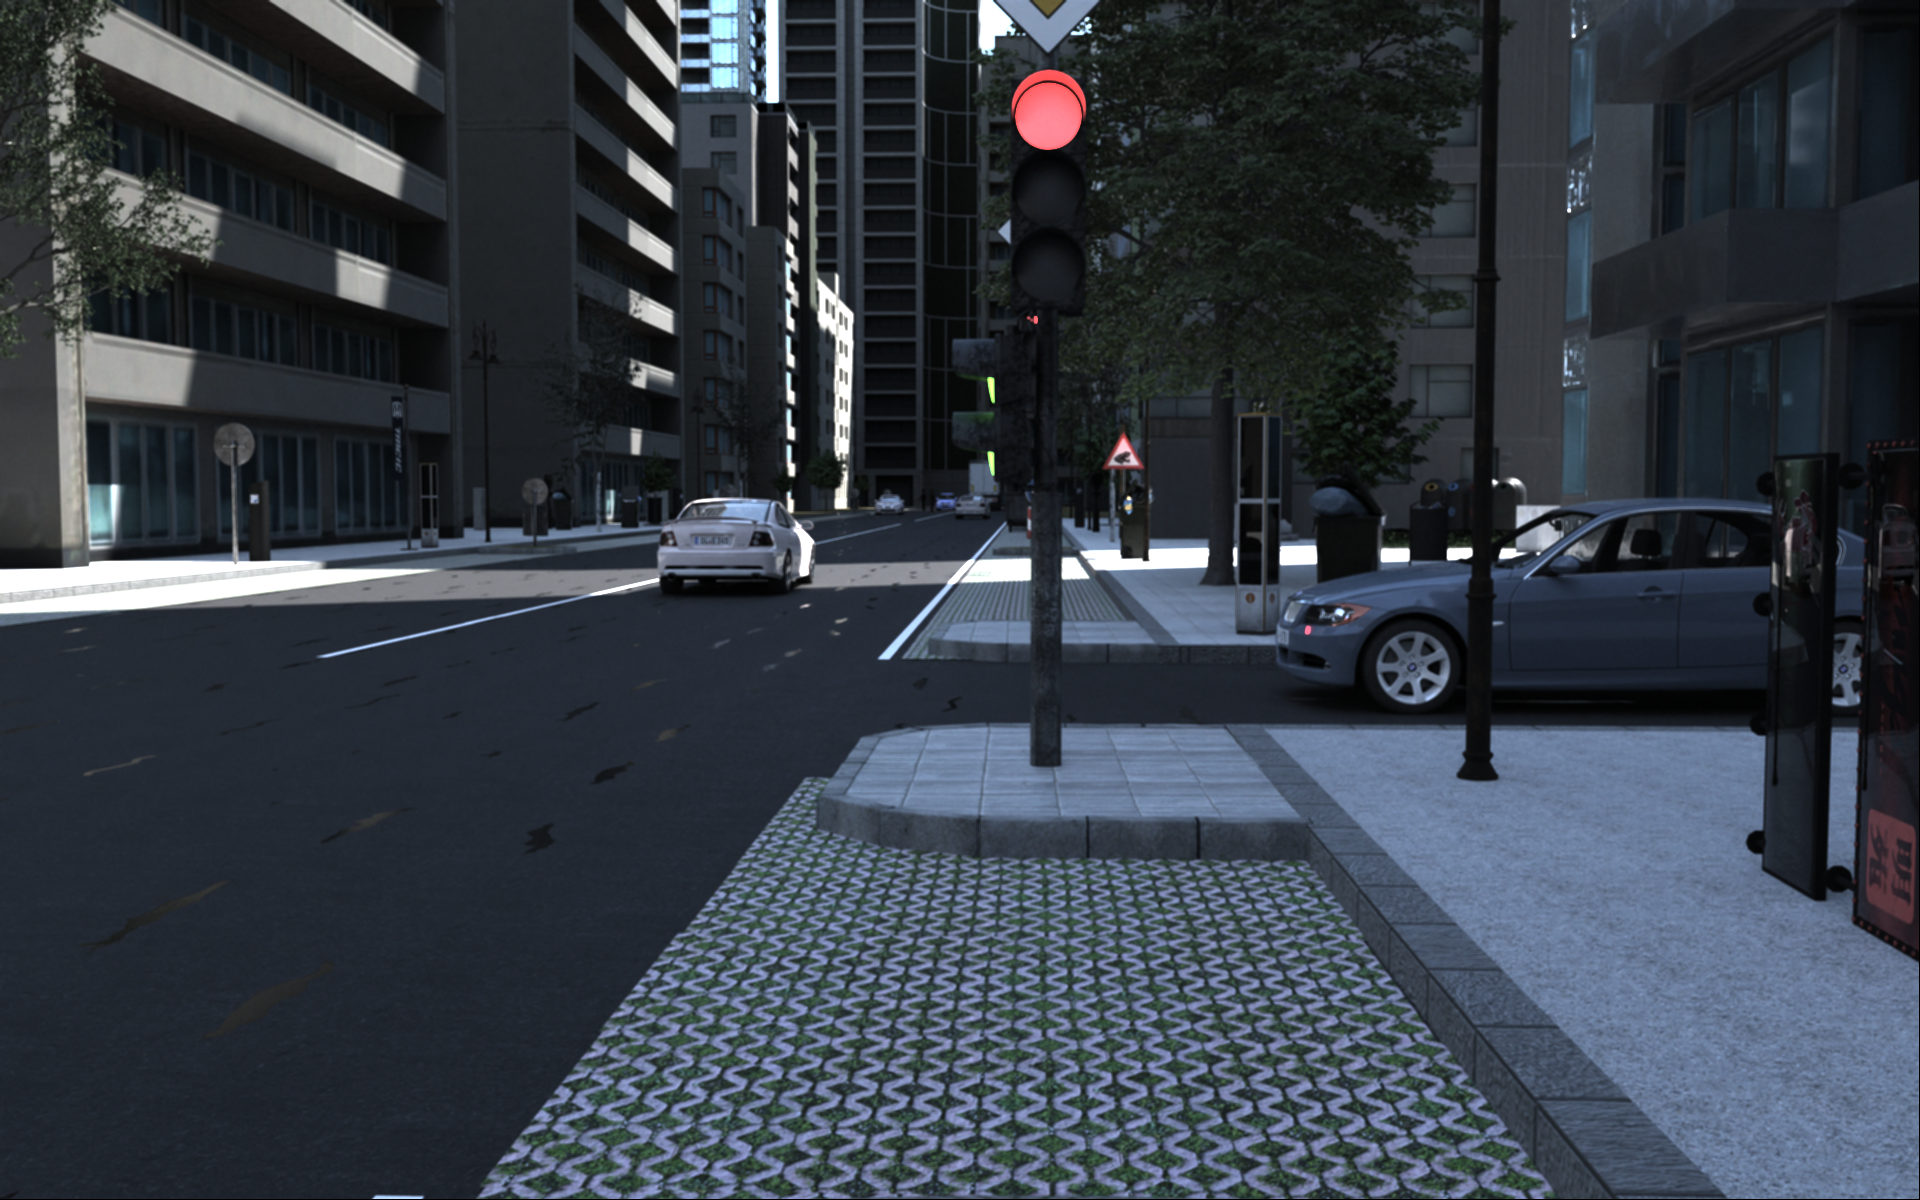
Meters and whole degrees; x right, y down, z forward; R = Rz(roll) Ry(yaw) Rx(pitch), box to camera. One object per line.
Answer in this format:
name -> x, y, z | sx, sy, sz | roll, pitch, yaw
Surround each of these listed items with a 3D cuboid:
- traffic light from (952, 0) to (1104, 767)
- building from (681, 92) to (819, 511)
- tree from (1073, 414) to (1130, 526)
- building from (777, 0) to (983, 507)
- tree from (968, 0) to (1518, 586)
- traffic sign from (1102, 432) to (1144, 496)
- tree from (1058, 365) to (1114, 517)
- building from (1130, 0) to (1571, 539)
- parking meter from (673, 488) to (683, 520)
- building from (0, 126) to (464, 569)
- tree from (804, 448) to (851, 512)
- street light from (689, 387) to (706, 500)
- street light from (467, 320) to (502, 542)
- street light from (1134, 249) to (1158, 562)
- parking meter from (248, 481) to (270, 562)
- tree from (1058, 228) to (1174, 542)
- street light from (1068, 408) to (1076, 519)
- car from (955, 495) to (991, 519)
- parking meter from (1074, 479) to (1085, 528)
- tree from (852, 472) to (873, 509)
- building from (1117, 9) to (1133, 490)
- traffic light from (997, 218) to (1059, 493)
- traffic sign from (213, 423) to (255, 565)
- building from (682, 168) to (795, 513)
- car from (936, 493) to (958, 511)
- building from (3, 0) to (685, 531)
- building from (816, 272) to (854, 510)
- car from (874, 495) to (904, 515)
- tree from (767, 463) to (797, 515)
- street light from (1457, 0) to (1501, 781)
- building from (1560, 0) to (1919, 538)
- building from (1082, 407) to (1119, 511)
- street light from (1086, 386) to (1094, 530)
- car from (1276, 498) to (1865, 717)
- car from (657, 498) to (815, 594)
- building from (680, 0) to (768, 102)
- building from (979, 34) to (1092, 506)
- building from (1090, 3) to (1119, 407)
traffic light -> 0.388, -1.173, 8.094 | 0.839, 4.253, 0.868 | 0, 4, 2
building -> -18.363, -21.810, 128.292 | 14.160, 30.474, 14.107 | 0, 4, 2
tree -> 6.122, -5.341, 71.031 | 4.285, 4.588, 4.351 | 0, 3, 0
building -> -8.113, -45.744, 186.169 | 20.611, 71.187, 20.563 | 0, 4, 2
tree -> 3.767, -6.508, 24.539 | 7.486, 12.596, 7.792 | 0, 3, 0
traffic sign -> 3.455, -2.242, 36.657 | 0.884, 2.594, 0.081 | 0, 4, 7
tree -> 6.569, -8.982, 97.216 | 4.737, 8.622, 4.395 | 0, 3, 0
building -> 12.437, -22.701, 54.748 | 14.154, 41.232, 14.086 | 0, 4, 2
parking meter -> -11.217, -3.696, 68.839 | 0.372, 1.533, 0.369 | 0, 3, 0
building -> -25.566, -25.405, 39.078 | 21.300, 48.544, 21.600 | 0, 4, 2
tree -> -9.472, -8.560, 123.670 | 4.285, 4.588, 4.351 | 0, 3, 0
street light -> -11.312, -6.248, 74.945 | 0.468, 5.910, 1.993 | 0, 4, 2
street light -> -12.603, -4.483, 46.078 | 0.468, 5.910, 1.993 | 0, 4, 2
street light -> 3.531, -3.662, 32.658 | 0.468, 5.910, 1.993 | 0, 4, 2
parking meter -> -13.313, -1.497, 32.892 | 0.372, 1.533, 0.369 | 0, 3, 0
tree -> 3.890, -5.848, 45.978 | 4.360, 8.622, 3.978 | 0, 3, 0
street light -> 5.827, -7.213, 90.721 | 0.468, 5.910, 1.993 | 0, 4, 2
car -> 0.744, -5.370, 100.168 | 2.083, 1.381, 4.827 | 0, 4, 4
parking meter -> 4.583, -3.719, 66.509 | 0.399, 1.863, 0.255 | 1, 4, 14
tree -> -8.554, -9.422, 148.649 | 1.663, 3.219, 1.824 | 0, 3, 0
building -> 16.265, -27.425, 98.517 | 14.600, 45.320, 14.200 | 0, 4, 2
traffic light -> 0.719, -1.661, 16.072 | 0.839, 4.253, 0.868 | 0, 4, 2
traffic sign -> -13.032, -1.895, 31.088 | 0.768, 2.556, 0.104 | 0, 4, 4
building -> -25.966, -16.021, 106.987 | 27.650, 21.520, 28.899 | 0, 4, 2
car -> -1.127, -8.716, 152.094 | 1.945, 1.707, 3.694 | 0, 4, 4
building -> -24.820, -27.611, 75.142 | 21.300, 48.544, 21.600 | 0, 4, 2
building -> -25.203, -18.822, 152.771 | 28.899, 21.520, 27.650 | 0, 4, 2
car -> -4.900, -6.634, 120.833 | 2.083, 1.381, 4.827 | 0, 4, 1
tree -> -10.675, -6.806, 105.873 | 1.663, 3.219, 1.824 | 0, 3, 0
street light -> 2.339, -2.132, 7.649 | 0.468, 5.910, 1.993 | 0, 4, 2
building -> 24.637, -24.716, 23.714 | 30.456, 49.044, 23.786 | 0, 4, 2
building -> 20.216, -49.374, 119.936 | 22.319, 86.520, 31.000 | 0, 4, 2
street light -> 4.638, -5.446, 61.836 | 0.468, 5.910, 1.993 | 0, 4, 2
car -> 4.464, 0.001, 11.983 | 4.499, 1.417, 2.014 | 0, 4, 2
car -> -3.334, -0.854, 26.325 | 2.083, 1.381, 4.827 | 0, 4, 2
building -> -33.867, -53.504, 187.460 | 31.000, 86.520, 22.319 | 0, 4, 2
building -> 13.018, -34.456, 187.052 | 21.600, 48.544, 21.300 | 0, 4, 2
building -> 25.201, -34.296, 149.979 | 28.713, 52.752, 27.495 | 0, 4, 2
